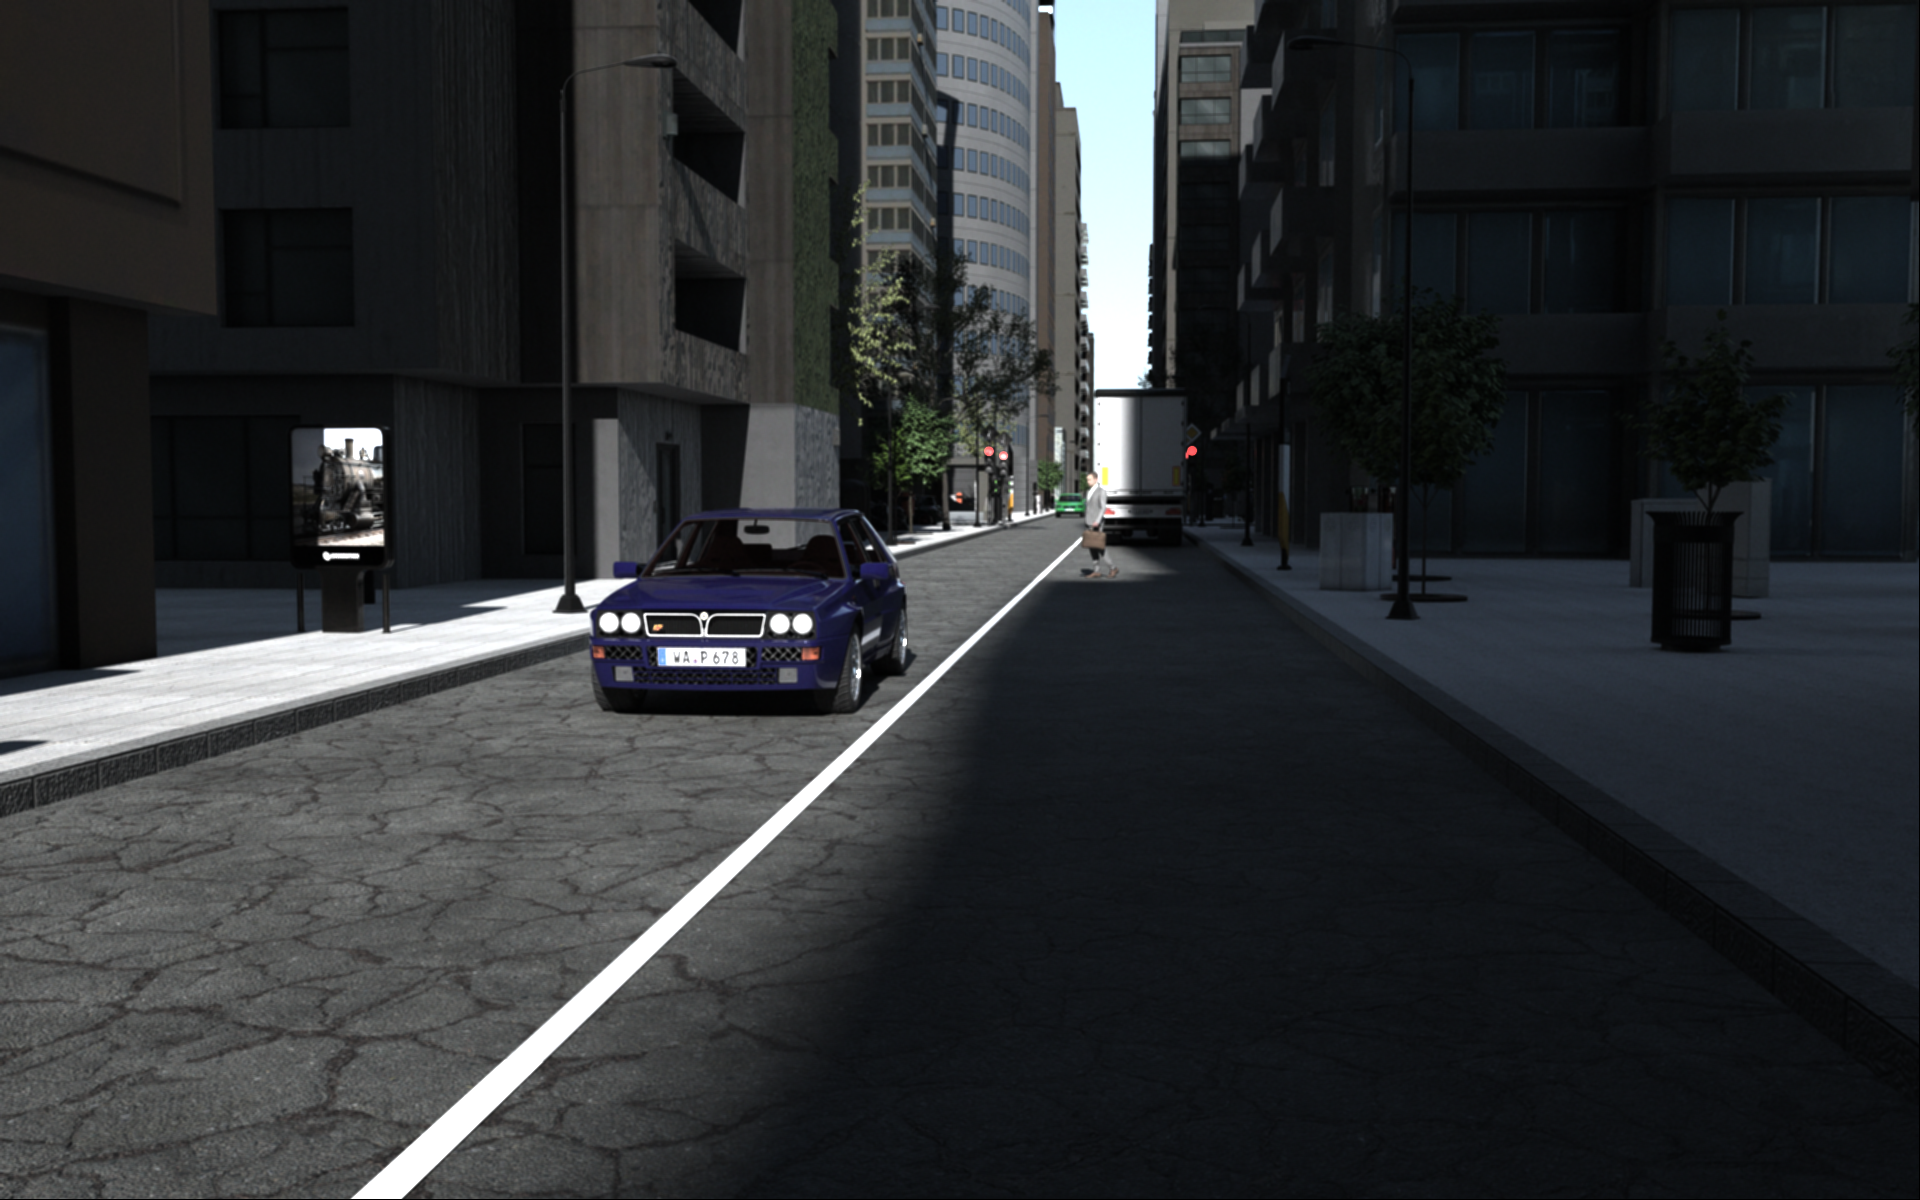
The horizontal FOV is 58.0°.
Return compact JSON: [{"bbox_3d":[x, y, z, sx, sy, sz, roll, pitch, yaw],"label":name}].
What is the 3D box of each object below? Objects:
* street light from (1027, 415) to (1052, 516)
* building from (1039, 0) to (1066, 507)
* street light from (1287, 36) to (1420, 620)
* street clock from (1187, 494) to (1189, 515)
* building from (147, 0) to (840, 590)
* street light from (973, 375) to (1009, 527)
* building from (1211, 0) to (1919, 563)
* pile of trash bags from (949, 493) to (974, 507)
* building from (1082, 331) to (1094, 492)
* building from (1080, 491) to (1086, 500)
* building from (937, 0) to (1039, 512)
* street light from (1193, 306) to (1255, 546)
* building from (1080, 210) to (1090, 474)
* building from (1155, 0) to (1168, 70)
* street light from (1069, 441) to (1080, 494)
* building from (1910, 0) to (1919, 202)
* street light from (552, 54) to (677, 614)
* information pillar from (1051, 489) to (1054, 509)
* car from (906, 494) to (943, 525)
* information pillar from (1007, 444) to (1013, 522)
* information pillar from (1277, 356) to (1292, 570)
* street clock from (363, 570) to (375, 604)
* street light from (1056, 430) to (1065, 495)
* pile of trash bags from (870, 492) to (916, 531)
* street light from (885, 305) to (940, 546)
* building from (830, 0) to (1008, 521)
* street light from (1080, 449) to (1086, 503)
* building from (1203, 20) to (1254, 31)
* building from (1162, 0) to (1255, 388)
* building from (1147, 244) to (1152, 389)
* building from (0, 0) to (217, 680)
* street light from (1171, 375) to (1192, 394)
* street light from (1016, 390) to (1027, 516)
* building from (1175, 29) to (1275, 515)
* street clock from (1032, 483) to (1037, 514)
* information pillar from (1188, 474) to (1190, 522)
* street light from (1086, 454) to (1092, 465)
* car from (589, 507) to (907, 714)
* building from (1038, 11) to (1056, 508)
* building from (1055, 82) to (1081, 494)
[{"bbox_3d":[4.488,-7.885,101.466,1.470,5.913,1.316,0,4,6],"label":"street light"},{"bbox_3d":[0.290,-53.141,181.519,22.319,86.520,31.000,0,4,6],"label":"building"},{"bbox_3d":[4.021,-2.762,17.707,1.470,5.913,1.316,0,4,6],"label":"street light"},{"bbox_3d":[13.831,-6.122,104.662,0.471,2.002,0.358,2,4,34],"label":"street clock"},{"bbox_3d":[-10.125,-15.710,28.553,14.160,30.474,14.107,0,4,6],"label":"building"},{"bbox_3d":[1.217,-5.800,67.377,1.470,5.913,1.316,0,4,6],"label":"street light"},{"bbox_3d":[19.082,-26.014,44.930,23.786,49.044,30.456,0,4,6],"label":"building"},{"bbox_3d":[-0.064,-6.083,109.207,1.912,1.369,3.447,0,4,-2],"label":"pile of trash bags"},{"bbox_3d":[15.969,-32.246,298.923,14.160,30.474,14.107,0,4,6],"label":"building"},{"bbox_3d":[1.982,-34.098,249.380,32.217,40.220,23.993,0,4,6],"label":"building"},{"bbox_3d":[-5.496,-35.708,125.827,21.231,58.520,28.212,0,4,6],"label":"building"},{"bbox_3d":[6.578,-4.296,42.788,1.470,5.913,1.316,0,4,6],"label":"street light"},{"bbox_3d":[9.274,-40.159,276.203,23.786,49.044,30.456,0,4,6],"label":"building"},{"bbox_3d":[31.511,-39.452,187.042,21.231,58.520,28.212,0,4,6],"label":"building"},{"bbox_3d":[9.616,-11.044,153.115,1.470,5.913,1.316,0,4,6],"label":"street light"},{"bbox_3d":[40.879,-22.735,55.310,14.086,41.232,14.154,0,4,6],"label":"building"},{"bbox_3d":[-3.684,-2.812,18.517,1.470,5.913,1.316,0,4,6],"label":"street light"},{"bbox_3d":[8.132,-9.032,152.170,0.304,2.012,0.304,0,4,-5],"label":"information pillar"},{"bbox_3d":[-2.730,-3.846,72.663,4.222,1.686,2.009,0,4,6],"label":"car"},{"bbox_3d":[2.317,-5.409,79.787,0.183,3.616,0.504,-1,4,-18],"label":"information pillar"},{"bbox_3d":[5.468,-2.313,29.180,0.183,3.616,0.504,1,4,23],"label":"information pillar"},{"bbox_3d":[-6.948,-0.956,20.208,0.471,2.002,0.358,-1,4,-13],"label":"street clock"},{"bbox_3d":[6.915,-9.417,126.503,1.470,5.913,1.316,0,4,6],"label":"street light"},{"bbox_3d":[-2.614,-3.139,61.082,1.912,1.369,3.447,2,4,31],"label":"pile of trash bags"},{"bbox_3d":[-1.188,-4.295,42.758,1.470,5.913,1.316,0,4,6],"label":"street light"},{"bbox_3d":[-14.060,-24.303,89.242,32.217,40.220,23.993,0,4,6],"label":"building"},{"bbox_3d":[11.917,-12.543,177.625,1.470,5.913,1.316,0,4,6],"label":"street light"},{"bbox_3d":[31.176,-27.242,137.291,32.217,40.220,23.993,0,4,6],"label":"building"},{"bbox_3d":[29.932,-32.950,162.441,21.300,48.544,21.600,0,4,6],"label":"building"},{"bbox_3d":[42.874,-39.086,293.683,22.147,44.769,28.867,0,4,6],"label":"building"},{"bbox_3d":[-13.481,-21.780,6.210,14.600,45.320,14.200,0,4,6],"label":"building"},{"bbox_3d":[8.919,-5.811,67.553,1.470,5.913,1.316,0,4,6],"label":"street light"},{"bbox_3d":[2.091,-6.385,76.928,1.470,5.913,1.316,0,4,6],"label":"street light"},{"bbox_3d":[20.900,-20.780,111.462,14.160,30.474,14.107,0,4,6],"label":"building"},{"bbox_3d":[4.729,-6.405,109.288,0.358,2.002,0.471,0,4,4],"label":"street clock"},{"bbox_3d":[10.772,-5.461,80.640,0.183,3.616,0.504,-1,4,-16],"label":"information pillar"},{"bbox_3d":[14.374,-14.059,202.406,1.470,5.913,1.316,0,4,6],"label":"street light"},{"bbox_3d":[-1.415,0.000,12.581,1.945,1.354,3.894,0,4,5],"label":"car"},{"bbox_3d":[1.577,-31.185,159.986,14.600,45.320,14.200,0,4,6],"label":"building"},{"bbox_3d":[3.563,-35.782,208.735,21.300,48.544,21.600,0,4,6],"label":"building"}]
